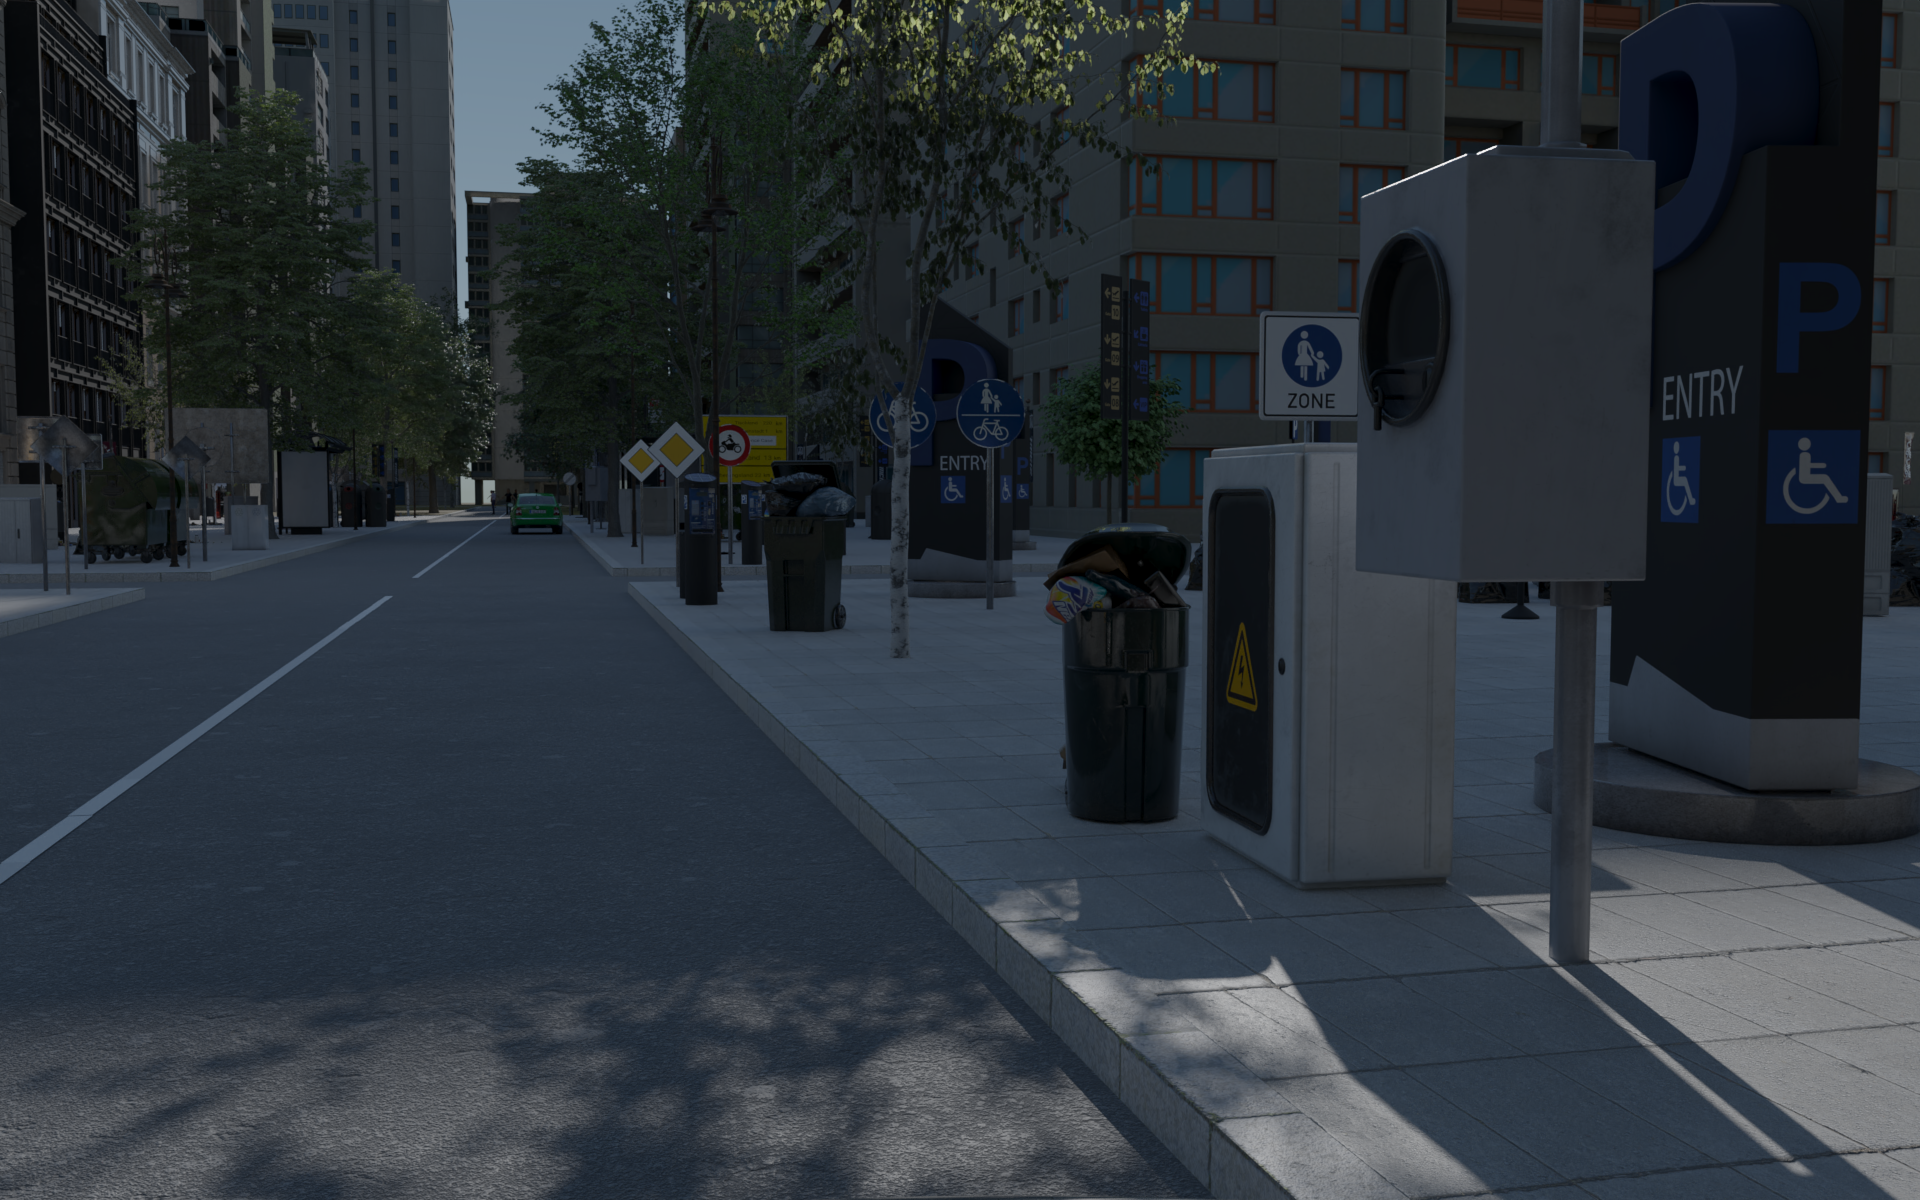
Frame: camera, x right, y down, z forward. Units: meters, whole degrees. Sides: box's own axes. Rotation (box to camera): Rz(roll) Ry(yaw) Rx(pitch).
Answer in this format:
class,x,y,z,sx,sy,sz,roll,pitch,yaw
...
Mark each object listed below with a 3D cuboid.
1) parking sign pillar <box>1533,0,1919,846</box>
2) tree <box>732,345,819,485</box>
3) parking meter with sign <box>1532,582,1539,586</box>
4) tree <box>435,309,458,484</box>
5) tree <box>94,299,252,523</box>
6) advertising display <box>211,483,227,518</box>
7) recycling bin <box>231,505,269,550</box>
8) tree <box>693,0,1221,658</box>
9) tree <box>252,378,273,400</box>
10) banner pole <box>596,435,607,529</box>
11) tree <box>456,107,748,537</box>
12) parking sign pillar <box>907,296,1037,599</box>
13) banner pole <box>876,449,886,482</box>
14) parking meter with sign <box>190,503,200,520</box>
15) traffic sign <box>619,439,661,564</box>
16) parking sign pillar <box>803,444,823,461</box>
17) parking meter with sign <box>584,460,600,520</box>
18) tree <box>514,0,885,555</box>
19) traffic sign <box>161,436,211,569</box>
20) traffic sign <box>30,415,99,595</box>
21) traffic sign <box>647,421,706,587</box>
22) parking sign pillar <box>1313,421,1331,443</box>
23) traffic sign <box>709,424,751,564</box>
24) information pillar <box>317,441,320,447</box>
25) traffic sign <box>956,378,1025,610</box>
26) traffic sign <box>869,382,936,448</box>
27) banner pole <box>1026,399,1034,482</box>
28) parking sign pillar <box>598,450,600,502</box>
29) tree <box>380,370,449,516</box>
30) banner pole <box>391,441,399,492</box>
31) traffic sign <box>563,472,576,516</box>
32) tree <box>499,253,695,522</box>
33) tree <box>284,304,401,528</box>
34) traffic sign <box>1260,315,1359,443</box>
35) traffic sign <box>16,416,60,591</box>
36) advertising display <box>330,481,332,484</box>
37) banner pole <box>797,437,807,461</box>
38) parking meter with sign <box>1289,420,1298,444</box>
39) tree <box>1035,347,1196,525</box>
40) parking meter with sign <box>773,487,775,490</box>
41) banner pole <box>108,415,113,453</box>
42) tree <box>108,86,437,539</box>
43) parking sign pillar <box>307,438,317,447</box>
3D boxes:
class,x,y,z,sx,sy,sz,roll,pitch,yaw
parking sign pillar,3.085,-1.127,6.906,1.447,3.967,1.447,0,4,-2
tree,-9.024,-8.225,84.845,4.737,8.622,4.395,0,3,0
parking meter with sign,8.235,-1.679,23.712,0.543,3.016,1.738,0,4,4
tree,-28.673,-10.339,87.170,7.486,12.596,7.792,0,3,0
tree,-28.082,-6.805,61.627,4.360,8.622,3.978,0,3,0
advertising display,-40.352,-5.454,94.381,0.123,1.923,0.974,2,4,27
recycling bin,-16.330,-1.669,39.837,0.722,1.027,0.722,-1,4,-16
tree,-0.310,-3.864,13.531,4.360,8.622,3.978,0,3,0
tree,-32.963,-7.727,76.698,4.360,8.622,3.978,0,3,0
banner pole,-13.152,-4.455,62.856,0.401,3.779,0.863,1,4,13
tree,-10.173,-8.127,50.996,7.486,12.596,7.792,0,3,0
parking sign pillar,-0.006,-2.040,21.829,1.447,3.967,1.447,2,4,26
banner pole,-4.020,-5.835,85.421,0.863,3.779,0.401,1,4,12
parking meter with sign,-37.885,-5.375,84.145,0.543,3.016,1.738,3,4,37
traffic sign,-5.811,-1.710,31.605,0.795,2.450,0.064,-1,4,-14
parking sign pillar,-8.011,-6.481,94.431,1.447,3.967,1.447,3,5,44
parking meter with sign,-18.382,-5.534,86.746,0.543,3.016,1.738,0,4,-1
tree,-5.347,-6.764,36.352,9.928,11.665,9.643,0,3,0
traffic sign,-13.287,-1.599,29.788,0.795,2.450,0.064,-1,4,-14
traffic sign,-11.373,-1.125,22.034,0.795,2.450,0.064,-1,4,-14
traffic sign,-3.898,-1.236,23.851,0.795,2.450,0.064,-1,4,-14
parking sign pillar,8.867,-3.342,43.122,1.447,3.967,1.447,0,4,2
traffic sign,-4.202,-1.930,31.658,0.768,2.556,0.104,-1,4,-10
information pillar,-28.364,-5.215,76.627,0.183,3.616,0.504,-2,4,-25
traffic sign,0.334,-1.167,19.190,0.768,2.556,0.104,0,4,-8
traffic sign,-0.655,-1.202,19.751,0.768,2.556,0.104,0,4,-5
banner pole,1.824,-3.381,45.291,0.401,3.779,0.863,-1,4,-10
parking sign pillar,-21.742,-7.095,104.475,1.447,3.967,1.447,-1,4,-21
tree,-32.595,-9.321,102.766,4.360,8.622,3.978,0,3,0
banner pole,-26.720,-5.620,81.905,0.401,3.779,0.863,0,4,5
traffic sign,-22.951,-6.223,101.856,0.768,2.556,0.104,0,4,-7
tree,-16.339,-9.962,79.886,9.611,12.733,9.660,0,3,0
tree,-23.449,-7.014,65.036,4.737,8.622,4.395,0,3,0
traffic sign,1.972,-0.471,9.830,0.606,2.300,0.079,-1,4,-11
traffic sign,-12.084,-1.266,22.835,0.606,2.300,0.079,-1,4,-10
advertising display,-29.660,-4.685,81.820,0.123,1.923,0.974,-2,4,-28
banner pole,-6.927,-5.271,76.204,0.401,3.779,0.863,-3,5,-44
parking meter with sign,6.520,-2.567,38.227,1.738,3.016,0.543,1,4,22
tree,3.287,-3.254,36.918,4.285,4.588,4.351,0,3,0
parking meter with sign,-11.117,-6.686,105.571,1.738,3.016,0.543,-2,4,-26
banner pole,-26.650,-3.941,54.450,0.401,3.779,0.863,-2,4,-30
tree,-19.484,-7.968,48.407,7.486,12.596,7.792,0,3,0
parking sign pillar,-26.411,-5.041,70.889,1.447,3.967,1.447,0,4,-4
